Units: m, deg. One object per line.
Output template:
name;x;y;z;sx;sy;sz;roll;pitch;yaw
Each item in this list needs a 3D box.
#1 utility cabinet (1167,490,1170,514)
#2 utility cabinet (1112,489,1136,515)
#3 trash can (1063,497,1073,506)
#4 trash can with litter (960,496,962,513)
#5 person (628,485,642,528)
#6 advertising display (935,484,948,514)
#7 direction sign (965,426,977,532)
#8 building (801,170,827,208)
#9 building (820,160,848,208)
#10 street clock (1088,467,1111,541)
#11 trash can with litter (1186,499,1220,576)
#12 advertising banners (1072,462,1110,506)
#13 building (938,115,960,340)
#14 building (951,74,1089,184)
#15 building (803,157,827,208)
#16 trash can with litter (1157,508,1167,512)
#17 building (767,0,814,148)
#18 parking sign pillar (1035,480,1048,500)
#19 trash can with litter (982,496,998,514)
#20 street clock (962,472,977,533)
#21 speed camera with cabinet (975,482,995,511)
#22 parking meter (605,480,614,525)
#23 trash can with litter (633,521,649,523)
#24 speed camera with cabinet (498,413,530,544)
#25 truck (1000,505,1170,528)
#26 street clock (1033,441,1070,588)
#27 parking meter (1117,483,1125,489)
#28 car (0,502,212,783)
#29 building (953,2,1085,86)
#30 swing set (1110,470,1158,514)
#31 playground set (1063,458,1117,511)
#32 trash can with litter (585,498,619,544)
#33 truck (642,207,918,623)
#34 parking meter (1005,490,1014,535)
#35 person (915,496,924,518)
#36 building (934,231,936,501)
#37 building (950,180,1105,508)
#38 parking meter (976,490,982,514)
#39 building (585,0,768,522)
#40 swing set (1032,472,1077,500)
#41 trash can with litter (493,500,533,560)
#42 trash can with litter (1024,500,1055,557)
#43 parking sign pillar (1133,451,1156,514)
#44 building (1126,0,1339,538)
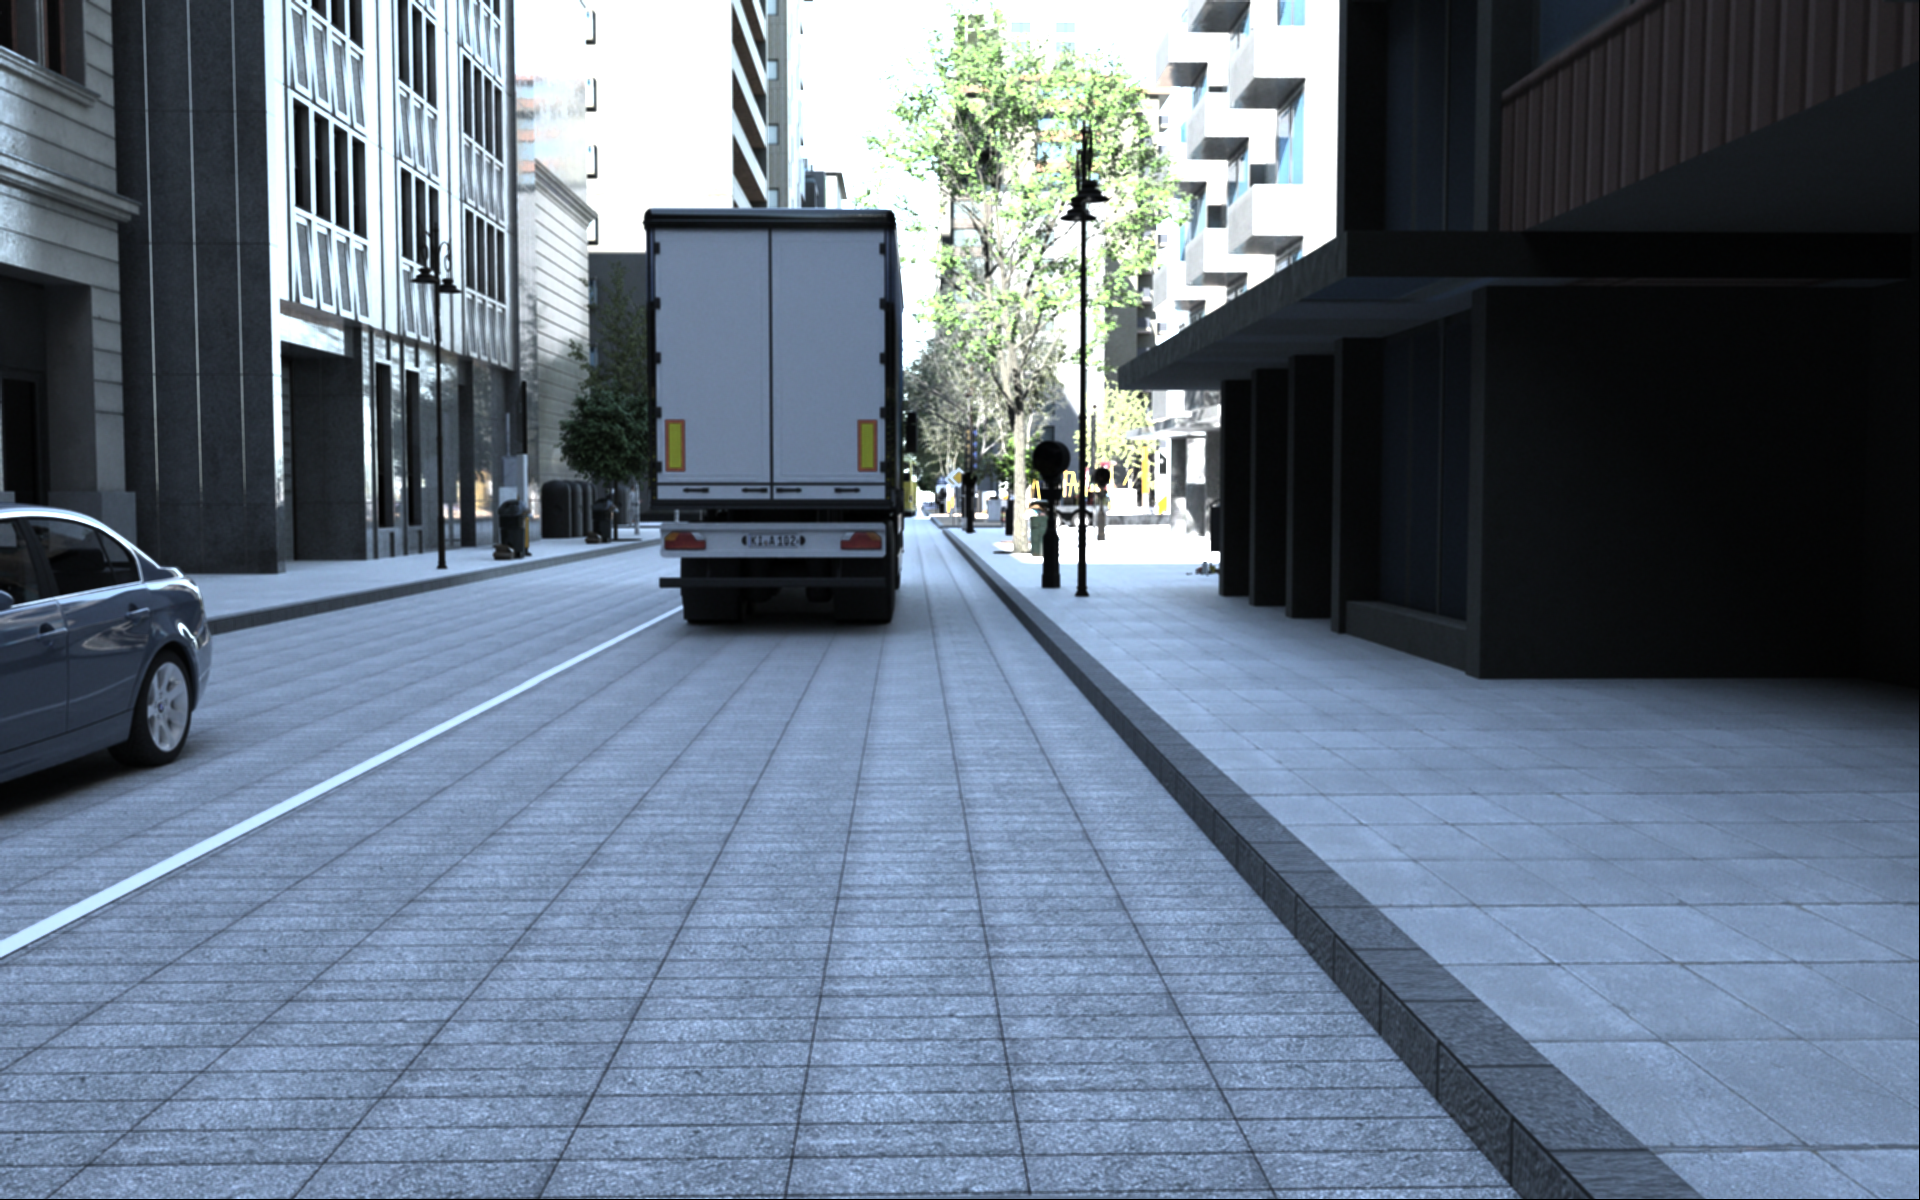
utility cabinet;11.078;-4.820;87.488;1.173;1.500;0.318;0;4;2
utility cabinet;7.400;-4.243;78.048;1.173;1.500;0.318;3;5;44
trash can;6.360;-5.500;101.579;0.748;1.137;0.748;0;3;0
trash can with litter;0.242;-6.401;116.044;0.624;1.170;1.055;0;4;3
person;-12.602;-3.582;67.265;0.583;1.804;0.606;-1;4;-12
advertising display;-1.162;-6.665;114.181;0.974;1.923;0.123;-1;4;-20
direction sign;0.370;-4.042;58.088;0.379;3.537;0.876;2;4;26
building;-23.677;-32.374;212.910;14.154;41.232;14.086;0;4;-2
building;-32.434;-41.965;275.373;28.713;52.752;27.495;0;4;-2
street clock;3.831;-2.590;46.919;0.471;2.002;0.358;-1;4;-16
trash can with litter;4.707;-1.034;27.957;2.233;1.210;1.678;0;4;1
advertising banners;7.107;-5.985;94.042;2.074;3.025;0.090;0;4;1
building;8.217;-35.859;210.001;21.300;48.544;21.600;0;4;-2
building;10.305;-32.438;184.980;22.147;44.769;28.867;0;4;-2
building;-30.237;-38.326;246.231;23.786;49.044;30.456;0;4;-2
trash can with litter;14.761;-6.936;124.786;1.055;1.170;0.624;-3;5;-39
building;-28.386;-34.923;160.224;28.713;52.752;27.495;0;4;-2
parking sign pillar;6.541;-9.015;135.863;1.447;3.967;1.447;-1;4;-14
trash can with litter;1.755;-6.062;110.500;0.624;1.170;1.055;-3;4;-36
street clock;0.320;-3.188;56.693;0.471;2.002;0.358;0;4;-4
speed camera with cabinet;1.364;-7.551;117.796;2.038;3.252;0.660;-2;4;-24
parking meter;-14.288;-3.985;70.864;0.255;1.863;0.399;2;4;27
trash can with litter;-15.120;-4.042;77.150;2.233;1.210;1.678;2;4;28
speed camera with cabinet;-10.739;-2.897;41.694;0.660;3.252;2.038;-1;4;-10
truck;11.024;-4.754;67.490;18.799;4.110;2.967;0;4;-2
street clock;1.248;-1.169;23.691;0.471;2.002;0.358;2;4;32
parking meter;8.586;-5.302;92.394;0.399;1.863;0.255;-3;4;-38
car;-5.044;0.251;7.895;2.014;1.417;4.499;0;3;0
building;7.242;-50.140;258.044;20.563;71.187;20.611;0;4;-2
swing set;11.160;-6.871;109.959;2.862;2.851;3.119;0;4;-5
playground set;10.850;-8.983;133.648;5.637;4.214;5.302;0;4;2
trash can with litter;-9.348;-2.061;45.080;0.624;1.170;1.055;1;4;10
truck;-1.981;-2.060;22.600;2.839;4.237;11.283;0;4;-1
parking meter;1.601;-2.793;54.069;0.372;1.533;0.369;0;3;0
person;-2.409;-5.514;102.927;0.640;1.303;0.475;2;4;29
building;6.378;-41.090;295.525;21.300;48.544;21.600;0;4;-2
building;6.066;-23.979;163.763;14.160;30.474;14.107;0;4;-2
parking meter;1.232;-6.459;114.021;0.372;1.533;0.369;0;3;0
building;-21.396;-28.446;88.793;21.300;48.544;21.600;0;4;-2
swing set;6.894;-7.740;124.173;3.119;2.851;2.862;-1;4;-14
trash can with litter;-8.834;-1.392;34.139;0.624;1.170;1.055;0;4;0
trash can with litter;1.639;-1.476;35.520;0.624;1.170;1.055;0;4;4
parking sign pillar;11.160;-7.136;105.139;1.447;3.967;1.447;0;4;1
building;17.411;-26.083;46.064;23.786;49.044;30.456;0;4;-2
